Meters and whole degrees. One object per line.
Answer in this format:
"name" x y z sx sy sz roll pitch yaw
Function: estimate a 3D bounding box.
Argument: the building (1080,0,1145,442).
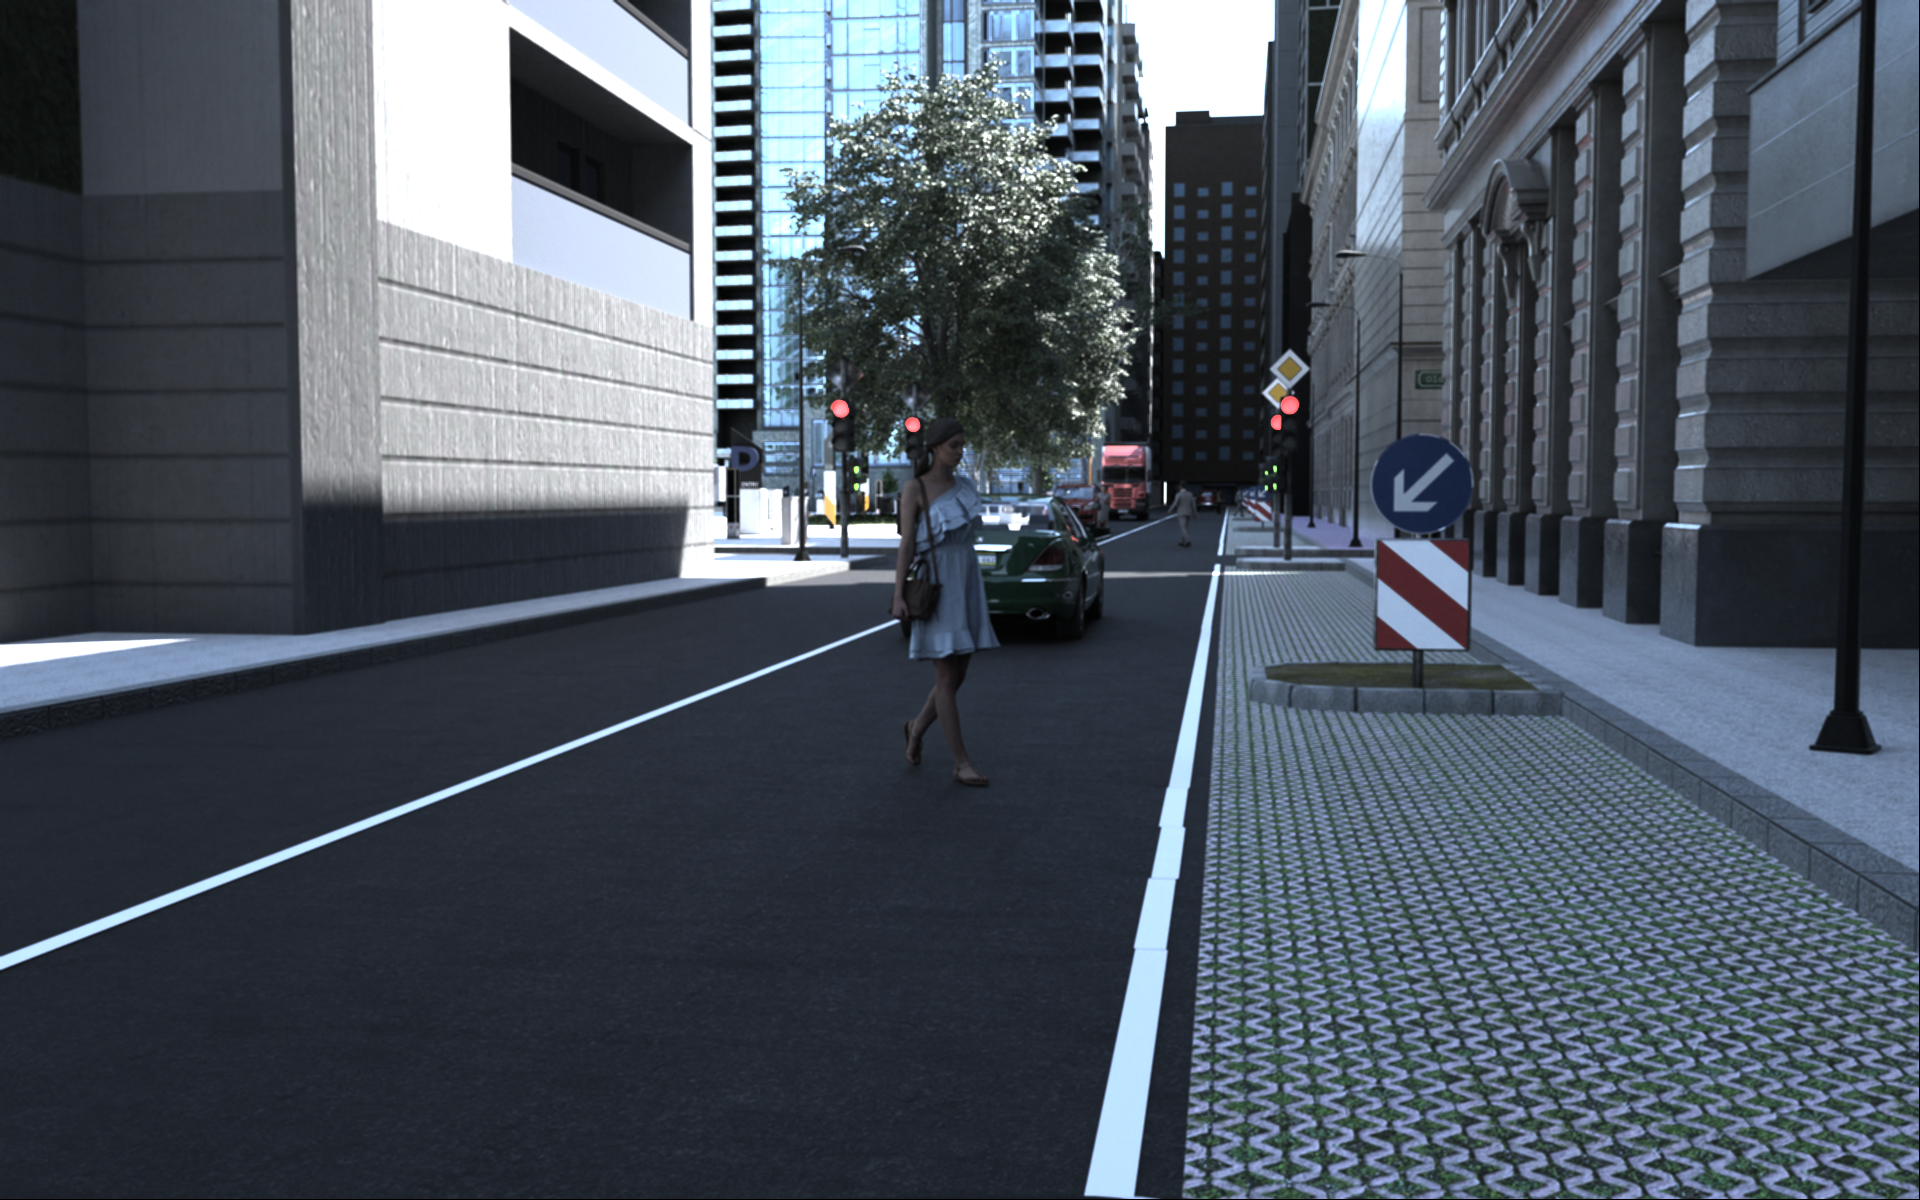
"building" 5.821 -33.289 163.883 23.786 49.044 30.456 1 4 9

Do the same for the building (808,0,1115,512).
"building" 1.210 -50.137 132.416 22.319 86.520 31.000 1 4 9

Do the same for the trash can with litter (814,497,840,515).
"trash can with litter" -7.658 -5.369 98.840 2.233 1.210 1.678 1 4 17

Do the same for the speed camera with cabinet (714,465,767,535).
"speed camera with cabinet" -7.099 -3.663 54.233 2.038 3.252 0.660 1 4 12

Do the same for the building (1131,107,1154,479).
"building" 13.679 -30.733 186.080 14.086 41.232 14.154 1 4 9

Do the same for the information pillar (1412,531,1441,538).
"information pillar" 6.489 -1.198 24.077 0.304 2.012 0.304 3 5 45

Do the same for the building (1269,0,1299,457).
"building" 38.123 -37.335 152.431 21.231 58.520 28.212 1 4 9

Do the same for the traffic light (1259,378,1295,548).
"traffic light" 7.574 -3.211 41.423 0.839 4.253 0.868 1 4 9

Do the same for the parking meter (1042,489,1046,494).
"parking meter" 3.848 -4.432 80.873 0.372 1.533 0.369 0 3 0

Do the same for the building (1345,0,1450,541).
"building" 32.811 -16.419 44.862 44.131 29.872 17.030 1 4 9

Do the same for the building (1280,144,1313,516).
"building" 26.327 -16.942 106.683 12.332 23.373 15.834 1 4 9

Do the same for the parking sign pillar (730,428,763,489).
"parking sign pillar" -8.643 -4.998 70.194 1.447 3.967 1.447 0 4 2

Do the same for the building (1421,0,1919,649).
"building" 12.330 -11.826 22.230 11.050 23.489 19.941 1 4 9

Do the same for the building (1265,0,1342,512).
"building" 33.530 -42.190 128.057 20.563 71.187 20.611 1 4 9

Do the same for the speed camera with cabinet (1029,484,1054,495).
"speed camera with cabinet" 4.880 -6.517 100.892 0.660 3.252 2.038 3 5 44

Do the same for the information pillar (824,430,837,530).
"information pillar" -4.709 -4.367 62.750 0.504 3.616 0.183 3 5 39

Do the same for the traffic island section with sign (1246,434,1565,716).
"traffic island section with sign" 3.048 -0.217 12.174 1.989 1.847 2.006 1 4 9

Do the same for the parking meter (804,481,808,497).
"parking meter" -6.964 -4.367 77.115 0.255 1.863 0.399 3 5 42

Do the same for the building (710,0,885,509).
"building" -23.380 -53.413 185.967 31.000 86.520 22.319 1 4 9

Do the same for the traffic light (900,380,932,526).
"traffic light" -1.085 -3.292 42.752 0.839 4.253 0.868 1 4 9

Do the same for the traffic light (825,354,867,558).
"traffic light" -2.315 -2.810 34.862 0.839 4.253 0.868 1 4 9

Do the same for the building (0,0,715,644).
"building" -18.572 -29.511 24.511 28.212 58.520 21.231 1 4 9

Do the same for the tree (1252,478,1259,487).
"tree" 33.271 -12.081 192.126 1.663 3.219 1.824 0 3 0

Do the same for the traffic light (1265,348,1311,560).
"traffic light" 6.344 -2.729 33.533 0.839 4.253 0.868 1 4 9

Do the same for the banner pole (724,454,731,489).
"banner pole" -14.521 -7.255 108.639 0.863 3.779 0.401 3 5 43

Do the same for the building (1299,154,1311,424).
"building" 23.570 -15.431 88.455 11.583 22.565 21.152 1 4 9

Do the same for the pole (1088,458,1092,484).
"pole" 7.119 -6.165 94.641 0.158 3.312 0.155 0 3 0

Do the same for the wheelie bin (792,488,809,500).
"wheelie bin" -8.379 -5.091 91.151 0.980 1.594 0.693 1 4 11

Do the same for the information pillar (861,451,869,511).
"information pillar" -5.038 -6.111 91.270 0.504 3.616 0.183 -3 5 -41

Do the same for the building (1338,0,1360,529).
"building" 20.092 -14.136 67.276 11.583 22.565 21.152 1 4 9

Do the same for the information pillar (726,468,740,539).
"information pillar" -6.518 -2.768 49.744 0.304 2.012 0.304 1 4 16

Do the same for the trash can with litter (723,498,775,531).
"trash can with litter" -7.410 -3.059 61.072 2.233 1.210 1.678 -2 4 -32

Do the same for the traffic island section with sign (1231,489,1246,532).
"traffic island section with sign" 11.440 -3.512 66.056 1.989 1.847 2.006 1 4 9

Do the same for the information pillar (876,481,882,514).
"information pillar" -4.383 -5.463 93.811 0.304 2.012 0.304 0 4 7

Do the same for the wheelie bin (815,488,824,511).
"wheelie bin" -6.920 -4.833 86.931 0.693 1.594 0.980 0 4 3

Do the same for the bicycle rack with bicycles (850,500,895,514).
"bicycle rack with bicycles" -4.985 -5.468 102.790 2.925 0.926 2.852 1 4 11

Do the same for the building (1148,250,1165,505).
"building" 17.470 -26.650 207.420 14.107 30.474 14.160 1 4 9

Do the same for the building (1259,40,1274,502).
"building" 41.849 -33.860 177.316 21.300 48.544 21.600 1 4 9

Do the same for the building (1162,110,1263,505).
"building" 31.459 -33.927 204.819 14.200 45.320 14.600 1 4 9

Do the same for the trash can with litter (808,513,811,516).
"trash can with litter" -8.815 -5.146 95.528 0.624 1.170 1.055 -2 4 -26

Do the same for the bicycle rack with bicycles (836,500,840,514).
"bicycle rack with bicycles" -7.666 -5.933 110.384 2.925 0.926 2.852 2 4 30

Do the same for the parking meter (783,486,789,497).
"parking meter" -11.989 -6.956 119.434 0.399 1.863 0.255 1 4 15
